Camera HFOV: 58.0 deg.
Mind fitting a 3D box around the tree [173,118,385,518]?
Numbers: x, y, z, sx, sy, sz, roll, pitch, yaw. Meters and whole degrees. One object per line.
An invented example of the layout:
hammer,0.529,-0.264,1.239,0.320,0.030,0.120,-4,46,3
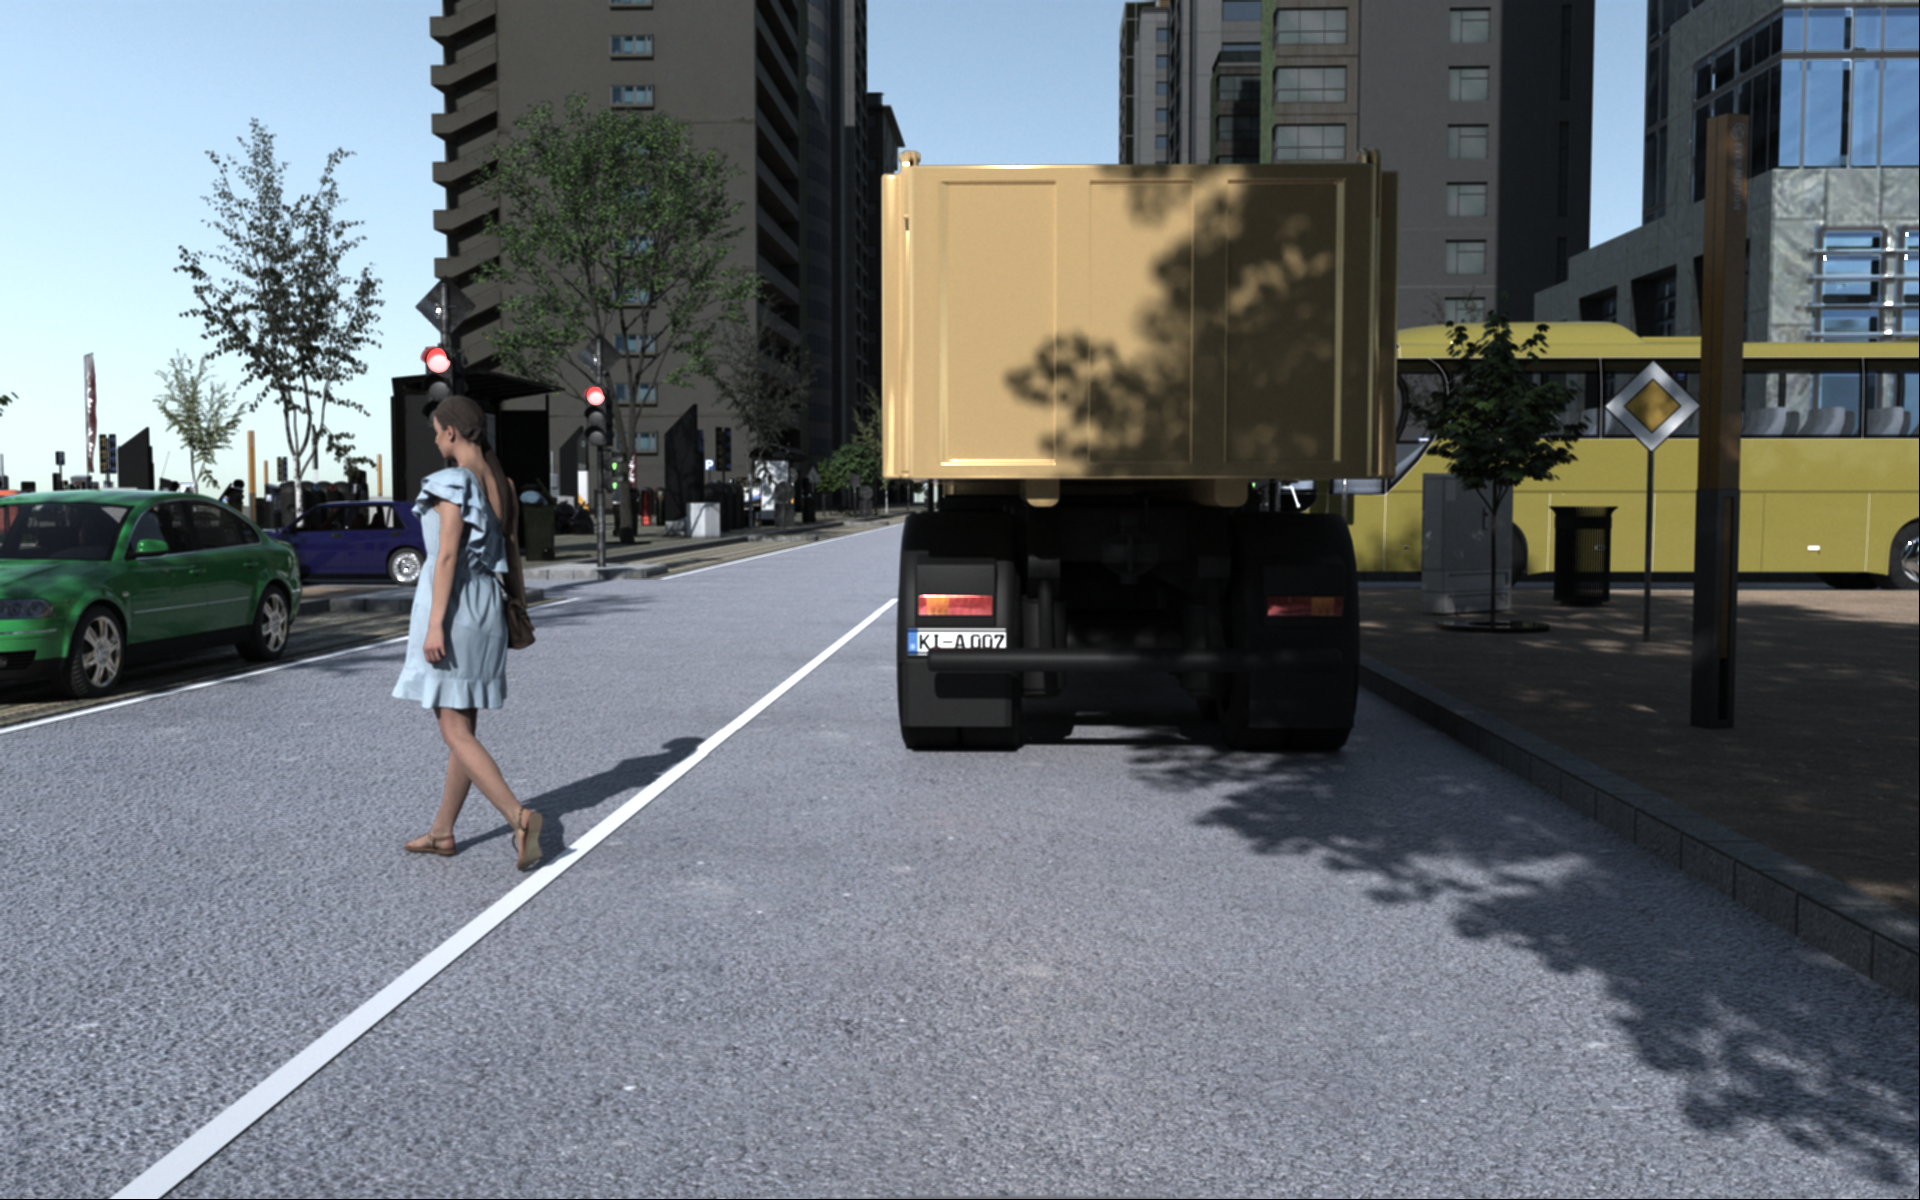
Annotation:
tree,-13.161,-5.127,34.184,4.360,8.622,3.978,0,3,0

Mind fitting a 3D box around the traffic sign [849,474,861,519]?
traffic sign,-5.486,-5.405,90.494,0.606,2.300,0.079,1,4,9

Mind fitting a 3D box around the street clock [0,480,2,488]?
street clock,-45.941,-4.773,82.603,0.471,2.002,0.358,0,4,4

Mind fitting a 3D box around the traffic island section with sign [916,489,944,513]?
traffic island section with sign,-2.305,-7.436,130.201,1.989,1.847,2.006,0,4,2

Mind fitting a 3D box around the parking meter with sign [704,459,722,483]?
parking meter with sign,-12.375,-5.598,87.784,0.543,3.016,1.738,1,4,13

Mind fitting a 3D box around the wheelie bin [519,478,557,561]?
wheelie bin,-8.120,-1.557,33.365,0.693,1.594,0.980,-1,4,-13

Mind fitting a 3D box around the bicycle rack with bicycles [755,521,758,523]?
bicycle rack with bicycles,-10.127,-3.812,75.708,2.925,0.926,2.852,-2,4,-28

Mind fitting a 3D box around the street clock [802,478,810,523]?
street clock,-6.801,-4.388,76.309,0.358,2.002,0.471,1,4,9

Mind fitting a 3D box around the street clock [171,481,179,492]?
street clock,-44.564,-5.732,98.285,0.358,2.002,0.471,2,4,25

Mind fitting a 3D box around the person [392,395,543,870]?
person,-1.875,0.113,6.747,0.778,1.811,0.616,2,4,32

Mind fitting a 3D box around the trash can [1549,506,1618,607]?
trash can,7.141,-0.503,19.873,0.748,1.137,0.748,0,3,0

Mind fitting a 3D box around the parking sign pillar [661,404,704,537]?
parking sign pillar,-8.342,-3.912,52.426,1.447,3.967,1.447,3,4,38

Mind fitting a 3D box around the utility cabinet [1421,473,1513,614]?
utility cabinet,5.476,-0.610,18.646,1.173,1.500,0.318,-3,4,-37

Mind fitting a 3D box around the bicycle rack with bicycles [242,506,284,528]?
bicycle rack with bicycles,-21.351,-2.334,51.538,2.852,0.926,2.925,-2,4,-31

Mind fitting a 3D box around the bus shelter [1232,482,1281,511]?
bus shelter,6.557,-2.801,37.083,1.731,3.624,6.357,0,4,2

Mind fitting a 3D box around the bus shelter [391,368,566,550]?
bus shelter,-9.741,-2.708,35.553,1.731,3.624,6.357,0,4,2

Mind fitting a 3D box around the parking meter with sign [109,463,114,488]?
parking meter with sign,-47.927,-6.197,97.578,0.543,3.016,1.738,-1,4,-18

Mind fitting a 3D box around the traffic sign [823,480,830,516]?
traffic sign,-7.925,-6.132,100.372,0.768,2.556,0.104,1,4,8

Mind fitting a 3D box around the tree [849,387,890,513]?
tree,-5.109,-10.064,114.910,4.737,8.622,4.395,0,3,0

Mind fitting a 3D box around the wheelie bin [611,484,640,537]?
wheelie bin,-10.032,-2.697,52.007,0.693,1.594,0.980,-3,5,-39

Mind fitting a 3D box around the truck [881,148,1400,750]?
truck,1.021,-1.065,13.345,3.469,3.379,9.791,0,4,2

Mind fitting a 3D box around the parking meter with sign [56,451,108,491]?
parking meter with sign,-36.040,-4.574,71.047,1.738,3.016,0.543,0,4,-1

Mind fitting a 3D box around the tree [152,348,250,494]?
tree,-38.798,-8.432,88.221,4.737,8.622,4.395,0,3,0

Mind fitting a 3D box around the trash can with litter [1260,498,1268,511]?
trash can with litter,5.942,-1.298,32.277,1.678,1.210,2.233,2,4,27

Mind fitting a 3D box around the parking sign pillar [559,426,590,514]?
parking sign pillar,-15.410,-4.938,69.212,1.447,3.967,1.447,3,4,37

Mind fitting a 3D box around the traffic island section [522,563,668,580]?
traffic island section,-6.317,-0.499,30.435,2.009,0.180,2.903,0,4,2

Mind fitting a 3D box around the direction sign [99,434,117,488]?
direction sign,-32.277,-4.506,65.674,0.876,3.537,0.379,2,4,26

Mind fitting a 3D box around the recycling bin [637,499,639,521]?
recycling bin,-15.760,-4.270,82.366,0.722,1.027,0.722,-3,4,-38

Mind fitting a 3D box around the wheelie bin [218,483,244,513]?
wheelie bin,-20.593,-2.511,48.957,0.693,1.594,0.980,-2,4,-23

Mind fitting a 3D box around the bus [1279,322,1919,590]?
bus,10.652,-2.062,25.262,12.252,3.916,2.896,0,4,1

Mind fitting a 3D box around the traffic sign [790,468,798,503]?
traffic sign,-8.204,-5.110,83.647,0.768,2.556,0.104,0,4,8

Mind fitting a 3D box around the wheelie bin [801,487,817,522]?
wheelie bin,-6.943,-4.370,79.357,0.693,1.594,0.980,-1,4,-15

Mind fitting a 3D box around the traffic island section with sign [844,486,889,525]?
traffic island section with sign,-4.319,-4.376,80.168,1.989,1.847,2.006,0,4,2

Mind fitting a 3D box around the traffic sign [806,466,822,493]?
traffic sign,-6.800,-4.902,80.147,0.884,2.594,0.081,1,4,11

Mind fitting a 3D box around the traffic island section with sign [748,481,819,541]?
traffic island section with sign,-5.395,-2.728,53.234,1.989,1.847,2.006,0,4,2

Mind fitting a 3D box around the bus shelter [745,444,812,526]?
bus shelter,-7.519,-4.790,72.237,2.014,3.302,5.546,0,4,2

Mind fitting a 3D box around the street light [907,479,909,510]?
street light,-4.103,-9.994,136.194,0.468,5.910,1.993,0,4,2

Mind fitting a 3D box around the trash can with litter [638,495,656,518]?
trash can with litter,-16.615,-5.264,97.118,2.233,1.210,1.678,2,4,30

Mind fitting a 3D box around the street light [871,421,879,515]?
street light,-5.192,-8.216,107.118,0.468,5.910,1.993,0,4,2

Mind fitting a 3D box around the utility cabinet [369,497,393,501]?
utility cabinet,-14.776,-2.045,44.594,1.020,1.237,0.306,2,4,34

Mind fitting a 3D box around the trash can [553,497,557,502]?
trash can,-17.514,-3.866,74.860,0.748,1.137,0.748,0,3,0

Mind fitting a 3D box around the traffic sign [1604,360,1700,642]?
traffic sign,5.959,-0.843,14.972,0.795,2.450,0.064,1,4,10

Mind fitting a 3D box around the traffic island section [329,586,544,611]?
traffic island section,-6.639,-0.011,22.457,2.009,0.180,2.903,0,4,2

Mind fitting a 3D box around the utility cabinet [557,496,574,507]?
utility cabinet,-13.078,-2.833,57.483,0.306,1.237,1.020,-2,4,-30

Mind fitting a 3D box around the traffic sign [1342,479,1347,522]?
traffic sign,5.038,-1.258,22.706,0.606,2.300,0.079,1,4,12

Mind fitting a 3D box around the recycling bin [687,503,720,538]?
recycling bin,-7.489,-2.326,50.582,0.722,1.027,0.722,2,4,35

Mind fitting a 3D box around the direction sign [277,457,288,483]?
direction sign,-41.459,-6.974,106.028,0.876,3.537,0.379,2,4,31

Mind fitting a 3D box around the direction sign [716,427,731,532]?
direction sign,-8.043,-4.095,58.954,0.379,3.537,0.876,2,4,26

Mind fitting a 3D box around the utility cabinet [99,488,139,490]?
utility cabinet,-28.639,-3.081,59.045,1.173,1.500,0.318,-1,4,-14

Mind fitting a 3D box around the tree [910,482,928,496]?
tree,-3.663,-9.892,156.337,1.663,3.219,1.824,0,3,0

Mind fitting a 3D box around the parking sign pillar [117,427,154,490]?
parking sign pillar,-33.234,-4.978,69.856,1.447,3.967,1.447,0,4,5

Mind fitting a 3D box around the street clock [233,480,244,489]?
street clock,-36.193,-5.039,86.952,0.471,2.002,0.358,1,4,11

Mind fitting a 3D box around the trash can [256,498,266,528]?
trash can,-26.319,-3.295,65.522,0.748,1.137,0.748,0,3,0

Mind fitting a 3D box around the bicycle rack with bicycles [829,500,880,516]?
bicycle rack with bicycles,-6.627,-5.525,103.719,2.925,0.926,2.852,2,4,29
